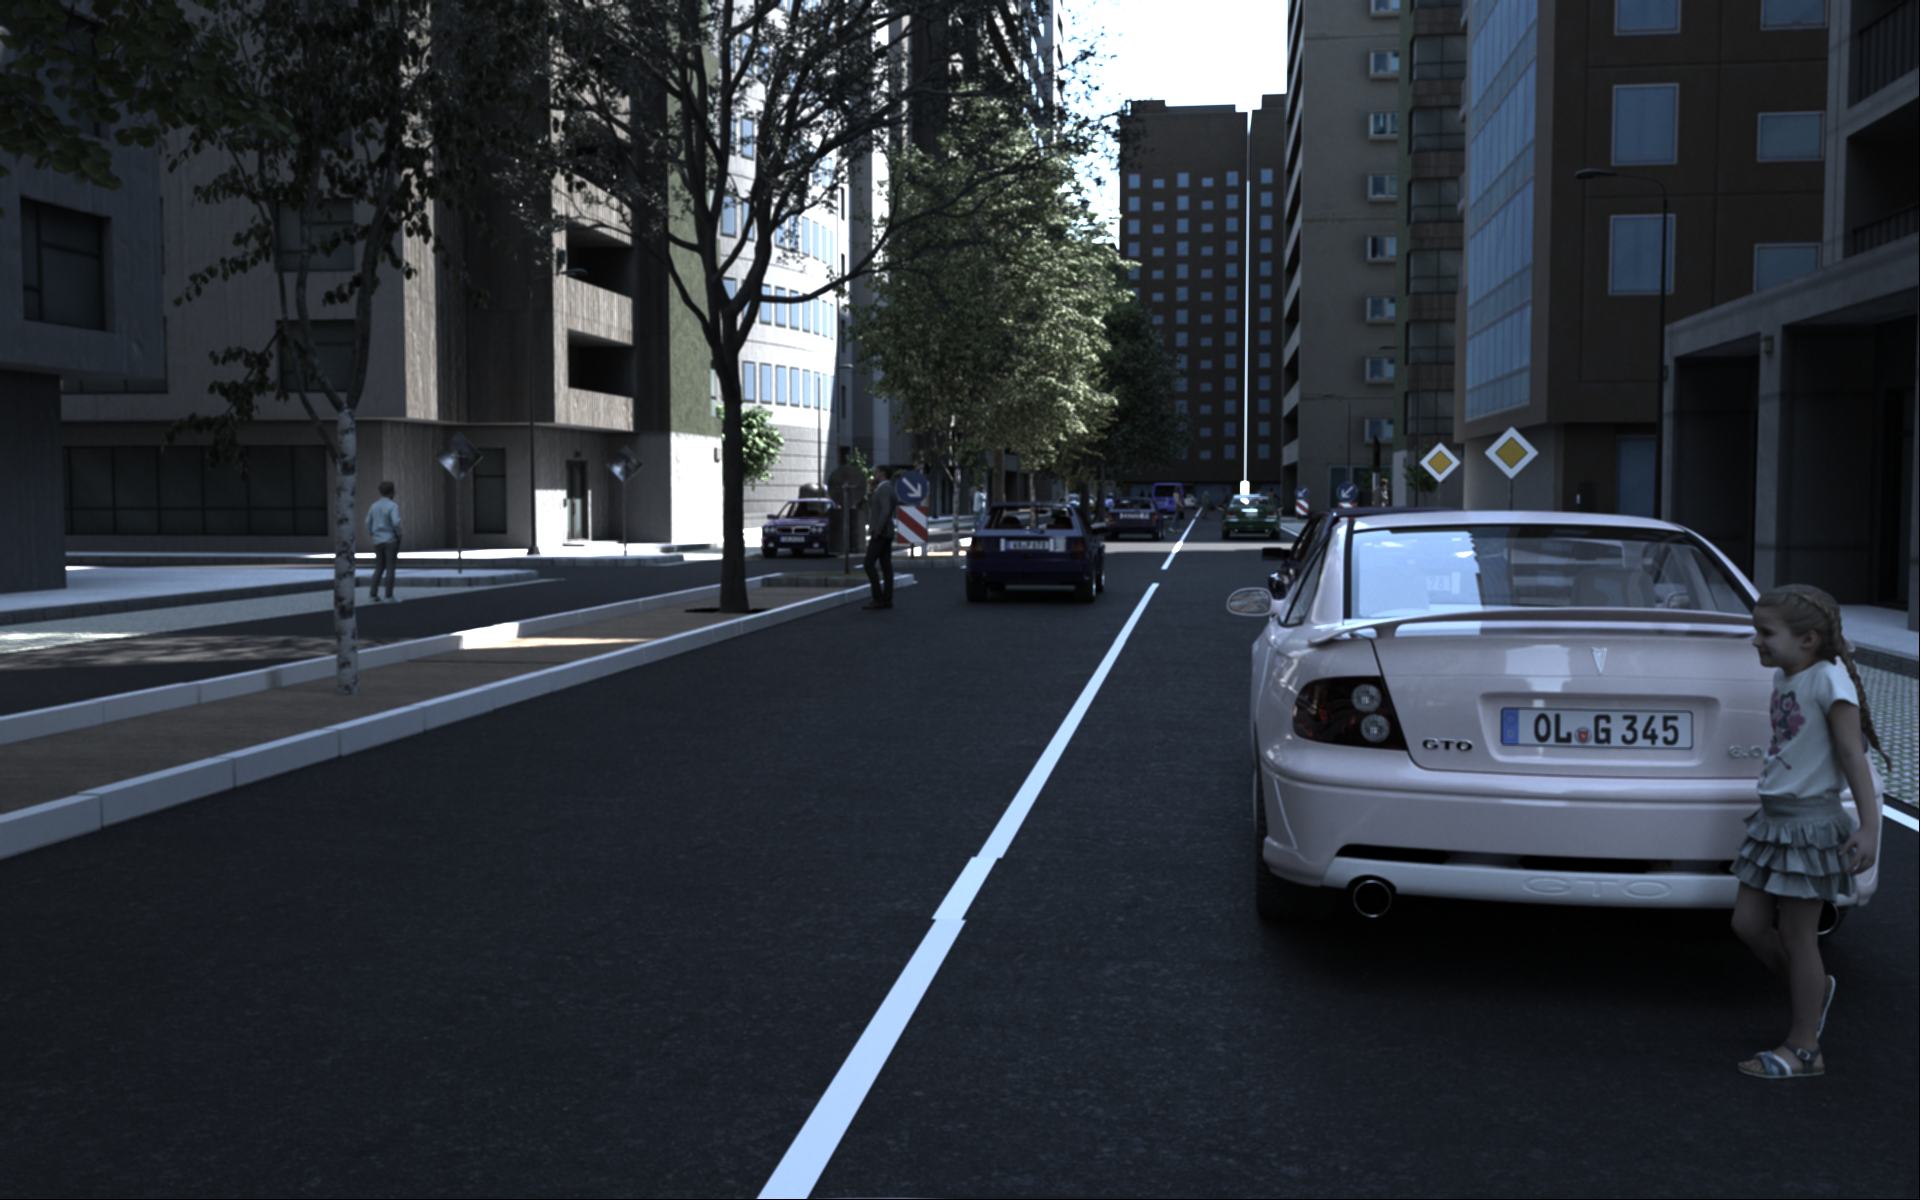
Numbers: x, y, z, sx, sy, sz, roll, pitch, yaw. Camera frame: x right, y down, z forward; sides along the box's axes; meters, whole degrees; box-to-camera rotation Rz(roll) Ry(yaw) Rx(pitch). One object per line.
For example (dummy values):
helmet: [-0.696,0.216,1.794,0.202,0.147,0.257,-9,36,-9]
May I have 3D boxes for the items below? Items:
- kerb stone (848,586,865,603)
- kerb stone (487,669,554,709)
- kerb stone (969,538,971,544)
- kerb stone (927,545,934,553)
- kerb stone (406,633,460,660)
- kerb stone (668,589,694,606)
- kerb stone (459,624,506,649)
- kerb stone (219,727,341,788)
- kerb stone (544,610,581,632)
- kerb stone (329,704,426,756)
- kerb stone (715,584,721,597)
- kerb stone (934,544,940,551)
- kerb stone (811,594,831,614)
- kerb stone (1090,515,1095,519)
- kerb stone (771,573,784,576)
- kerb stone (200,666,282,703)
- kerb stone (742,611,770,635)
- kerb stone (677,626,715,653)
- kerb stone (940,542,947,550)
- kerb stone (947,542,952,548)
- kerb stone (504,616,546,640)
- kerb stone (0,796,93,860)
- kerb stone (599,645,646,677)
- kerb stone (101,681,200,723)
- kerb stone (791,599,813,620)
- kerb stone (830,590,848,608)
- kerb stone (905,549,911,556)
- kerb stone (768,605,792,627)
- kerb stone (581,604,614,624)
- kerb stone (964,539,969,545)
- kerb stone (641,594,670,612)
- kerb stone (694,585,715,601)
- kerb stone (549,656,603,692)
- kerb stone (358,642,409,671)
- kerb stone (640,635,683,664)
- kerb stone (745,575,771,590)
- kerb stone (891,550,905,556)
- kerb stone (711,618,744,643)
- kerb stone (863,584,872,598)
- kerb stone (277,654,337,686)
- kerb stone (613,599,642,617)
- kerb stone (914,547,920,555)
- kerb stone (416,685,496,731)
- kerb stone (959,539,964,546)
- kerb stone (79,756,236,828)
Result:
kerb stone: [-1.462,-0.052,23.127,0.120,0.150,1.000,1,4,8]
kerb stone: [-3.077,0.624,11.991,0.120,0.150,1.000,1,4,8]
kerb stone: [0.196,-1.657,49.340,0.120,0.150,1.000,1,4,8]
kerb stone: [-0.832,-1.225,42.225,0.120,0.150,1.000,1,4,8]
kerb stone: [-4.720,0.420,15.323,0.120,0.150,1.000,1,4,8]
kerb stone: [-3.688,-0.014,22.417,0.120,0.150,1.000,1,4,8]
kerb stone: [-4.569,0.364,16.335,0.120,0.150,1.000,1,4,8]
kerb stone: [-3.515,0.812,8.944,0.120,0.150,1.000,1,4,8]
kerb stone: [-4.277,0.235,18.357,0.120,0.150,1.000,1,4,8]
kerb stone: [-3.364,0.749,9.954,0.120,0.150,1.000,1,4,8]
kerb stone: [-3.397,-0.135,24.444,0.120,0.150,1.000,1,4,8]
kerb stone: [-0.686,-1.285,43.241,0.120,0.150,1.000,1,4,8]
kerb stone: [-1.765,0.067,21.105,0.120,0.150,1.000,1,4,8]
kerb stone: [7.954,-4.949,103.125,0.120,0.150,1.000,1,4,8]
kerb stone: [-2.959,-0.324,27.490,0.120,0.150,1.000,1,4,8]
kerb stone: [-5.146,0.612,12.281,0.120,0.150,1.000,1,4,8]
kerb stone: [-2.197,0.253,18.067,0.120,0.150,1.000,1,4,8]
kerb stone: [-2.492,0.377,16.037,0.120,0.150,1.000,1,4,8]
kerb stone: [-0.537,-1.347,44.253,0.120,0.150,1.000,1,4,8]
kerb stone: [-0.397,-1.411,45.265,0.120,0.150,1.000,1,4,8]
kerb stone: [-4.421,0.297,17.346,0.120,0.150,1.000,1,4,8]
kerb stone: [-3.803,0.942,6.916,0.120,0.150,1.000,1,4,8]
kerb stone: [-2.783,0.505,14.014,0.120,0.150,1.000,1,4,8]
kerb stone: [-5.306,0.669,11.264,0.120,0.150,1.000,1,4,8]
kerb stone: [-1.908,0.129,20.093,0.120,0.150,1.000,1,4,8]
kerb stone: [-1.622,0.005,22.117,0.120,0.150,1.000,1,4,8]
kerb stone: [-1.277,-1.038,39.187,0.120,0.150,1.000,1,4,8]
kerb stone: [-2.052,0.193,19.079,0.120,0.150,1.000,1,4,8]
kerb stone: [-4.126,0.173,19.370,0.120,0.150,1.000,1,4,8]
kerb stone: [0.050,-1.598,48.328,0.120,0.150,1.000,1,4,8]
kerb stone: [-3.834,0.048,21.406,0.120,0.150,1.000,1,4,8]
kerb stone: [-3.544,-0.075,23.429,0.120,0.150,1.000,1,4,8]
kerb stone: [-2.927,0.563,13.001,0.120,0.150,1.000,1,4,8]
kerb stone: [-4.860,0.482,14.311,0.120,0.150,1.000,1,4,8]
kerb stone: [-2.633,0.439,15.025,0.120,0.150,1.000,1,4,8]
kerb stone: [-3.105,-0.260,26.475,0.120,0.150,1.000,1,4,8]
kerb stone: [-1.419,-0.977,38.172,0.120,0.150,1.000,1,4,8]
kerb stone: [-2.348,0.315,17.052,0.120,0.150,1.000,1,4,8]
kerb stone: [-1.317,-0.120,24.150,0.120,0.150,1.000,1,4,8]
kerb stone: [-5.000,0.545,13.292,0.120,0.150,1.000,1,4,8]
kerb stone: [-3.989,0.111,20.386,0.120,0.150,1.000,1,4,8]
kerb stone: [-1.121,-1.101,40.197,0.120,0.150,1.000,1,4,8]
kerb stone: [-3.218,0.686,10.974,0.120,0.150,1.000,1,4,8]
kerb stone: [-0.099,-1.536,47.306,0.120,0.150,1.000,1,4,8]
kerb stone: [-3.663,0.874,7.928,0.120,0.150,1.000,1,4,8]
